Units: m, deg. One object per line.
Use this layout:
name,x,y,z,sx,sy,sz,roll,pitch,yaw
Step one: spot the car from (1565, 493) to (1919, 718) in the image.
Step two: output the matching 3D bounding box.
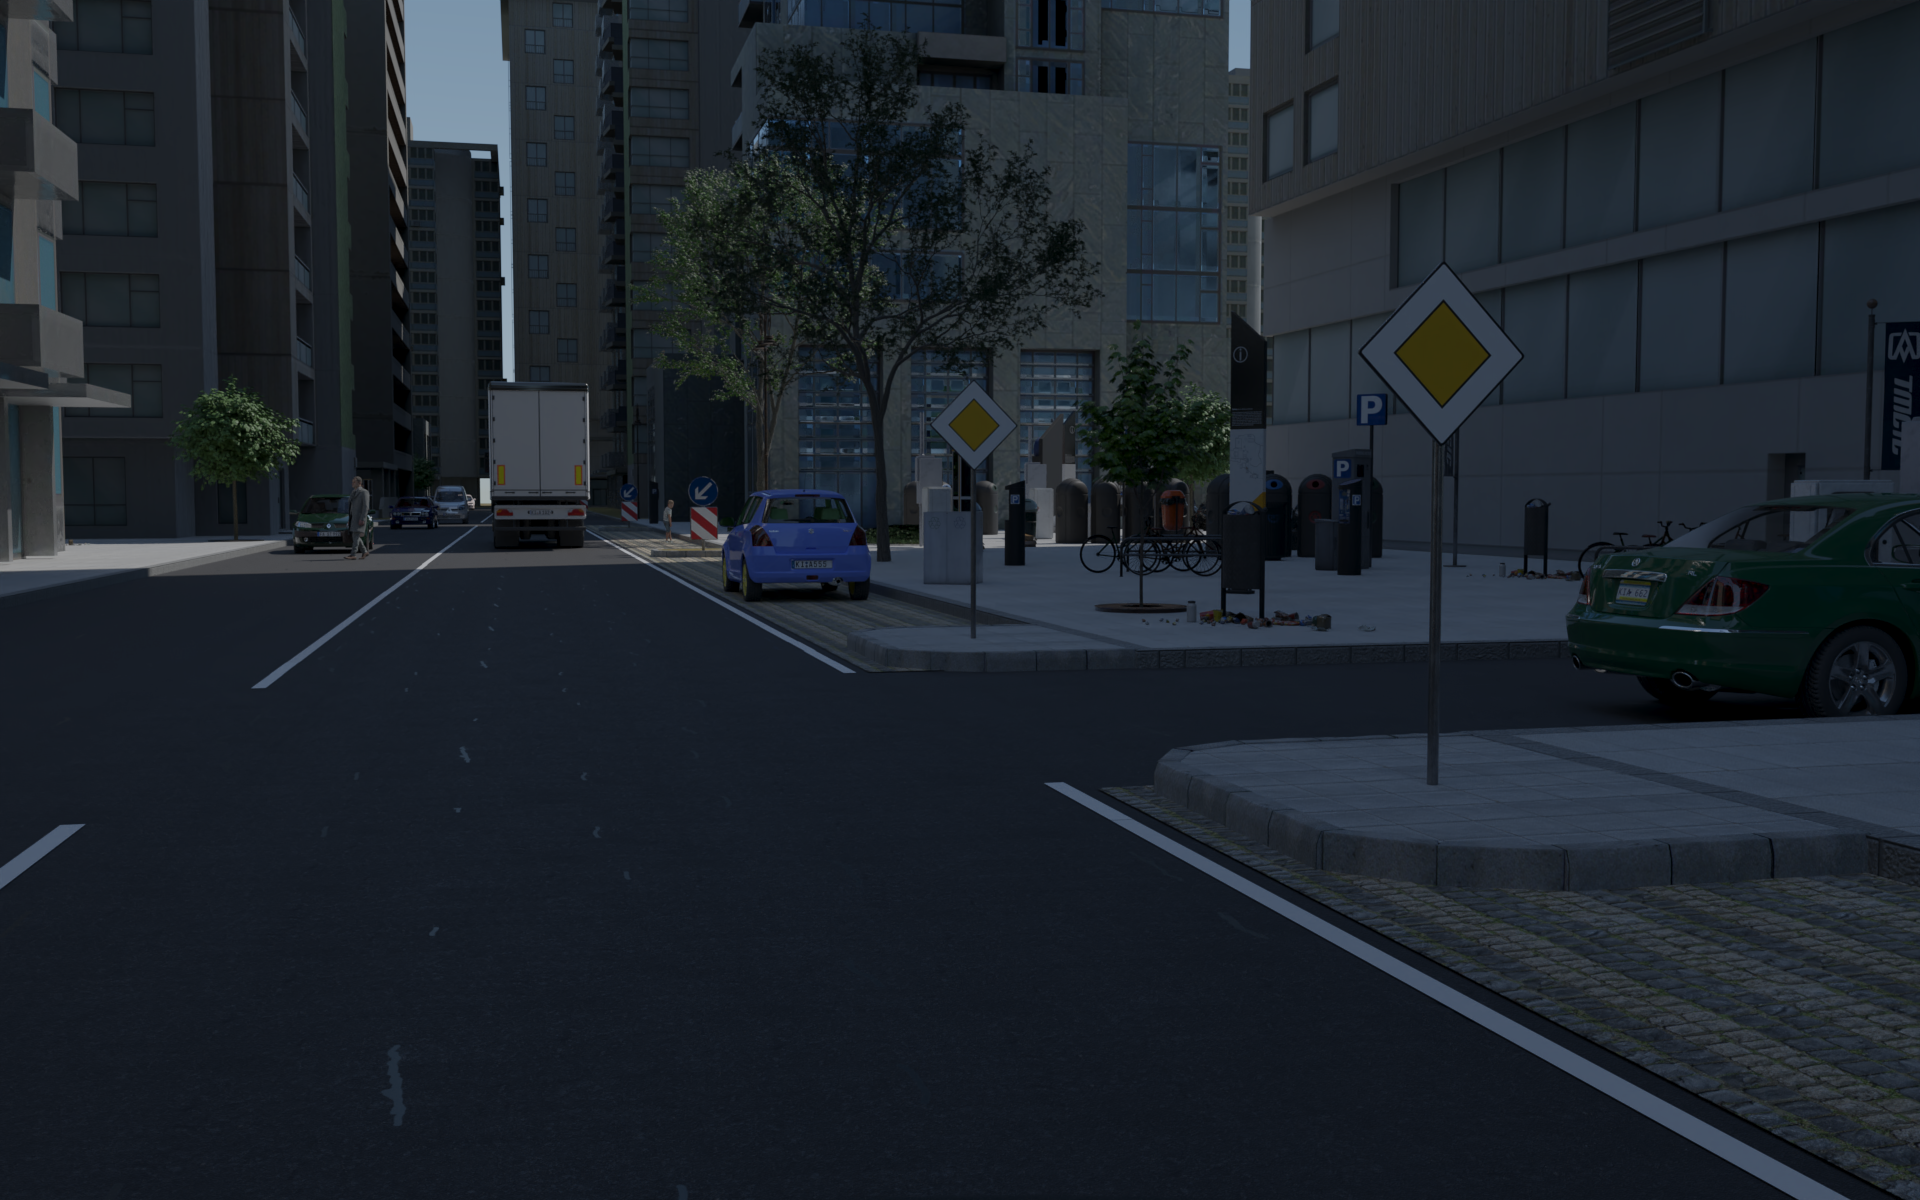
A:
car,6.506,0.017,11.528,4.920,1.459,2.131,-1,4,-14

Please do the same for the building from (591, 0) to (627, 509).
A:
building,-19.712,-32.429,149.824,23.786,49.044,30.456,-1,4,-14

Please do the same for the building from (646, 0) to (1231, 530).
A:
building,-1.499,-46.604,74.654,22.319,86.520,31.000,-1,4,-14

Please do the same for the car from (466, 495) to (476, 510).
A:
car,-44.918,-8.834,156.803,2.083,1.381,4.827,-1,4,-16

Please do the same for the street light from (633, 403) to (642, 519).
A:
street light,-16.414,-7.063,88.270,0.468,5.910,1.993,-1,4,-14

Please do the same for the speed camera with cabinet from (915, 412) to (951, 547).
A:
speed camera with cabinet,-0.630,-2.879,41.410,0.660,3.252,2.038,-1,4,-9

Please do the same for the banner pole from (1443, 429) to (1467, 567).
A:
banner pole,8.590,-2.459,30.225,0.401,3.779,0.863,2,4,35

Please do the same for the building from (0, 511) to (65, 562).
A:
building,-26.188,-24.649,22.613,23.786,49.044,30.456,-1,4,-14

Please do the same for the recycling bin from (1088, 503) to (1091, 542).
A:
recycling bin,3.506,-2.091,46.738,0.722,1.027,0.722,2,4,34

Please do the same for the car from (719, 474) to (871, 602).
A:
car,-2.370,-0.903,24.352,1.945,1.707,3.694,-1,4,-14

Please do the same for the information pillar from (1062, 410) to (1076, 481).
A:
information pillar,3.038,-3.475,48.171,0.183,3.616,0.504,3,5,44

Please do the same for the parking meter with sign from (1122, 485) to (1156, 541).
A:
parking meter with sign,5.163,-3.094,46.855,1.738,3.016,0.543,-1,4,-22

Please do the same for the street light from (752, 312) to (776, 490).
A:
street light,-4.696,-4.226,41.877,0.468,5.910,1.993,-1,4,-14

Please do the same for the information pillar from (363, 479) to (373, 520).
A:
information pillar,-29.294,-4.968,85.725,0.304,2.012,0.304,1,4,17

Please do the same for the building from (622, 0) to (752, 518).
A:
building,-12.230,-25.425,99.297,14.154,41.232,14.086,-1,4,-14

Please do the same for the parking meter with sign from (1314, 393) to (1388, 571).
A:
parking meter with sign,6.648,-2.036,29.553,0.543,3.016,1.738,3,4,39

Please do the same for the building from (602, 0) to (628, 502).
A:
building,-13.324,-28.526,121.028,22.147,44.769,28.867,-1,4,-14

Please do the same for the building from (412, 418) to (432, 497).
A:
building,-61.081,-50.785,143.003,31.000,86.520,22.319,-1,4,-14

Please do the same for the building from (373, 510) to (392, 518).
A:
building,-47.805,-24.530,92.951,32.217,40.220,23.993,-1,4,-14

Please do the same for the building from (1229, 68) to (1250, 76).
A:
building,30.697,-29.830,171.322,14.086,41.232,14.154,-1,4,-14

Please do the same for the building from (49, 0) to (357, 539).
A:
building,-27.171,-22.641,53.775,14.154,41.232,14.086,-1,4,-14

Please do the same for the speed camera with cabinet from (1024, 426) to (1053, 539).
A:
speed camera with cabinet,2.289,-3.407,50.044,0.660,3.252,2.038,0,4,-5

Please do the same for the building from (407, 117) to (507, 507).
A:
building,-59.692,-29.876,180.349,23.993,40.220,32.217,-1,4,-14

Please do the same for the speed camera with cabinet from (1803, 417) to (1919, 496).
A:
speed camera with cabinet,10.954,-1.599,20.486,2.038,3.252,0.660,0,4,-5

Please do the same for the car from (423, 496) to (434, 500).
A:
car,-29.931,-5.245,98.333,1.945,1.354,3.894,-1,4,-13

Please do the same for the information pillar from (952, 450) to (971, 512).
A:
information pillar,0.065,-1.476,28.625,0.304,2.012,0.304,-2,4,-23

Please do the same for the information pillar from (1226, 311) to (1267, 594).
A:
information pillar,3.667,-1.883,22.139,0.504,3.616,0.183,3,4,36

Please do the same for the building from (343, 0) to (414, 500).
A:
building,-48.851,-30.122,116.202,21.300,48.544,21.600,-1,4,-14

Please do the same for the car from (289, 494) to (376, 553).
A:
car,-15.598,-2.042,43.176,2.009,1.686,4.222,-1,4,-16

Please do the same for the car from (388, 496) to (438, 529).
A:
car,-22.610,-3.619,71.750,1.945,1.354,3.894,-1,4,-13

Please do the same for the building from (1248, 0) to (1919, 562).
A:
building,23.481,-27.269,35.083,27.495,52.752,28.713,-1,4,-14

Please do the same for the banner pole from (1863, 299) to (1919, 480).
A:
banner pole,11.908,-1.970,22.228,0.863,3.779,0.401,1,4,20

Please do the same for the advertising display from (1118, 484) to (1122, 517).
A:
advertising display,5.311,-2.964,53.677,0.974,1.923,0.123,-1,4,-20

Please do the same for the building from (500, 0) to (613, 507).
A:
building,-34.314,-36.415,184.618,27.495,52.752,28.713,-1,4,-14

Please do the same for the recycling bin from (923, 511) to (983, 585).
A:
recycling bin,-0.094,-0.751,24.841,0.722,1.027,0.722,1,4,14

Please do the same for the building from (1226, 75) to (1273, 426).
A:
building,14.565,-28.481,157.545,23.993,40.220,32.217,-1,4,-14
